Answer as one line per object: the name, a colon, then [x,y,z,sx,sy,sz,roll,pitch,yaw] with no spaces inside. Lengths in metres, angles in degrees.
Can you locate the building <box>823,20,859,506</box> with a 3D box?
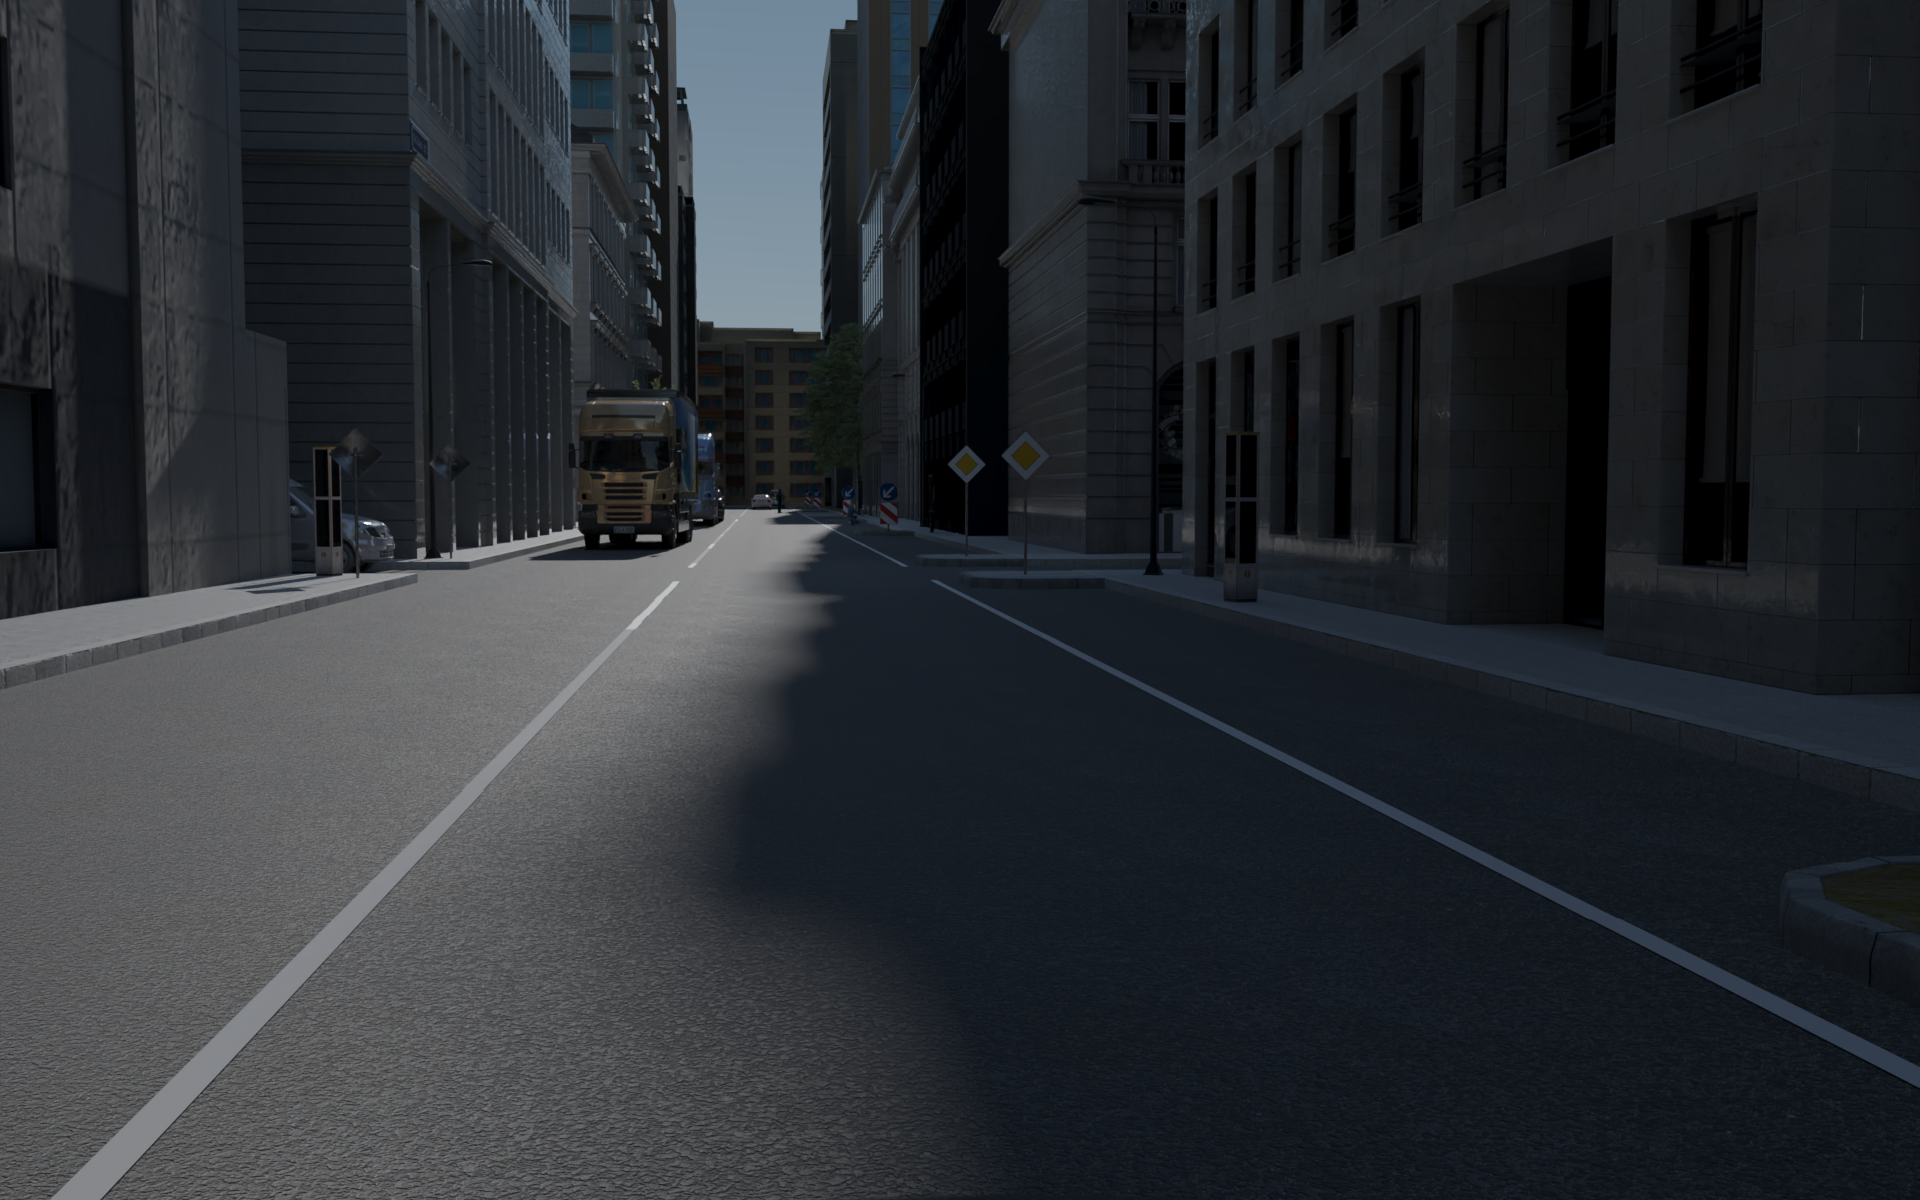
building: [-2.816,-33.772,175.867,21.300,48.544,21.600,0,4,-6]

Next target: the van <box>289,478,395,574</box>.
van: [-12.281,-1.466,30.978,4.112,2.044,2.013,0,4,-5]

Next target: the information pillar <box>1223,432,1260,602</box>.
information pillar: [3.347,-0.986,20.607,0.304,2.012,0.304,-2,4,-23]

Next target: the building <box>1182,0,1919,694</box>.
building: [9.659,-10.066,19.332,10.420,20.320,16.860,0,4,-6]

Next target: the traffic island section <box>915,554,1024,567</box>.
traffic island section: [0.154,-0.811,35.538,2.009,0.180,2.903,0,4,-6]

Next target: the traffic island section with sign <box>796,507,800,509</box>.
traffic island section with sign: [-14.579,-9.534,164.504,1.989,1.847,2.006,0,4,-6]

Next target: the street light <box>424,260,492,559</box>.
street light: [-9.971,-3.786,34.435,1.470,5.913,1.316,0,4,-6]

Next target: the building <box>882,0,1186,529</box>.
building: [3.821,-14.642,81.200,13.314,21.916,24.055,0,4,-6]

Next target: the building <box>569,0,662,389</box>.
building: [-32.900,-30.746,122.304,23.786,49.044,30.456,0,4,-6]

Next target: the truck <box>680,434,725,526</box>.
truck: [-12.816,-5.729,83.423,2.967,4.110,18.799,0,4,-6]

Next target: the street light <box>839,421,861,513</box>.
street light: [-6.985,-8.422,110.245,1.470,5.913,1.316,0,4,-6]

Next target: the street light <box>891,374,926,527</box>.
street light: [-1.958,-5.779,67.034,1.470,5.913,1.316,0,4,-6]

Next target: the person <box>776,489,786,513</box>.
person: [-13.610,-7.491,130.995,0.705,1.821,1.348,-3,4,-36]

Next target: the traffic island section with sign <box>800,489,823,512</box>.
traffic island section with sign: [-11.417,-7.846,136.914,1.989,1.847,2.006,0,4,-6]

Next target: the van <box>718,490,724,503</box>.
van: [-21.962,-8.978,153.809,2.013,2.044,4.112,0,4,-8]

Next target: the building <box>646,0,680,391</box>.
building: [-30.912,-30.273,145.075,14.600,45.320,14.200,0,4,-6]

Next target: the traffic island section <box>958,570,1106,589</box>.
traffic island section: [1.060,-0.326,27.604,2.009,0.180,2.903,0,4,-6]

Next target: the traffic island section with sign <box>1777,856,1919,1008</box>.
traffic island section with sign: [3.635,0.215,5.111,1.989,1.847,2.006,0,4,-6]

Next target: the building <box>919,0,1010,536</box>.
building: [5.424,-14.115,60.461,12.332,23.373,15.834,0,4,-6]

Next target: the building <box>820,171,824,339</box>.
building: [-8.962,-31.678,201.525,14.086,41.232,14.154,0,4,-6]

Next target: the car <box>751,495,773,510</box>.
car: [-18.120,-8.937,158.485,2.083,1.381,4.827,0,4,-6]

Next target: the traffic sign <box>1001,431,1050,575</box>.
traffic sign: [1.038,-1.461,27.524,0.795,2.450,0.064,0,4,-6]

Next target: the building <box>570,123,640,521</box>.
building: [-21.949,-14.162,82.464,10.553,20.767,40.483,0,4,-6]

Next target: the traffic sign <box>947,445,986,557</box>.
traffic sign: [0.132,-1.946,35.458,0.795,2.450,0.064,0,4,-6]

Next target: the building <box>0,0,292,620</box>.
building: [-19.908,-35.250,14.597,20.611,71.187,20.563,0,4,-6]

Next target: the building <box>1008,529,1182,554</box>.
building: [13.483,-12.328,43.367,24.055,21.916,13.314,0,4,-6]

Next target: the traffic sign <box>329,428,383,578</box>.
traffic sign: [-9.192,-1.391,26.381,0.795,2.450,0.064,0,4,-6]

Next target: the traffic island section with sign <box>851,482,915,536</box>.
traffic island section with sign: [-2.636,-3.143,60.020,1.989,1.847,2.006,0,4,-6]

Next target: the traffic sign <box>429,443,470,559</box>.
traffic sign: [-10.098,-1.876,34.315,0.795,2.450,0.064,0,4,-6]

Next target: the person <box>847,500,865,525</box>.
person: [-4.881,-4.008,79.530,0.738,1.151,1.012,-1,4,-23]

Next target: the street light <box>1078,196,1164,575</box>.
street light: [2.533,-3.347,27.266,1.470,5.913,1.316,0,4,-6]

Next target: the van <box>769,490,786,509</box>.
van: [-18.285,-10.121,172.495,2.013,2.044,4.112,0,4,-7]

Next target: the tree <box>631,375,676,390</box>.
tree: [-19.252,-9.590,107.165,4.360,8.622,3.978,0,3,0]

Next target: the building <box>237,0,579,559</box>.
building: [-17.752,-16.506,47.362,11.434,29.767,29.804,0,4,-6]

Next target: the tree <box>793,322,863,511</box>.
tree: [-7.349,-12.036,114.912,7.486,12.596,7.792,0,3,0]

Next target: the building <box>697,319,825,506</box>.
building: [-30.983,-22.049,205.534,28.899,21.520,27.650,0,4,-6]

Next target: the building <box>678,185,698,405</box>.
building: [-31.727,-23.793,160.716,14.160,30.474,14.107,0,4,-6]

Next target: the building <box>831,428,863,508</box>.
building: [0.588,-51.132,148.675,22.319,86.520,31.000,0,4,-6]

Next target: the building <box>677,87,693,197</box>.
building: [-34.091,-30.107,175.840,14.086,41.232,14.154,0,4,-6]

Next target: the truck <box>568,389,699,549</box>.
truck: [-8.928,-3.653,48.640,2.839,4.237,11.283,0,4,-5]

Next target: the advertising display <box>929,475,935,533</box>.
advertising display: [-0.931,-3.214,57.766,0.123,1.923,0.974,0,4,5]

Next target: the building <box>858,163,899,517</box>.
building: [-0.609,-15.464,101.982,9.793,20.994,18.267,0,4,-6]

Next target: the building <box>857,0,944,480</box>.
building: [-0.141,-29.117,126.166,14.600,45.320,14.200,0,4,-6]

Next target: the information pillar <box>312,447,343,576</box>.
information pillar: [-9.899,-1.384,27.127,0.304,2.012,0.304,1,4,13]

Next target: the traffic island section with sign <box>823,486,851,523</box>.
traffic island section with sign: [-5.706,-4.783,86.832,1.989,1.847,2.006,0,4,-6]
